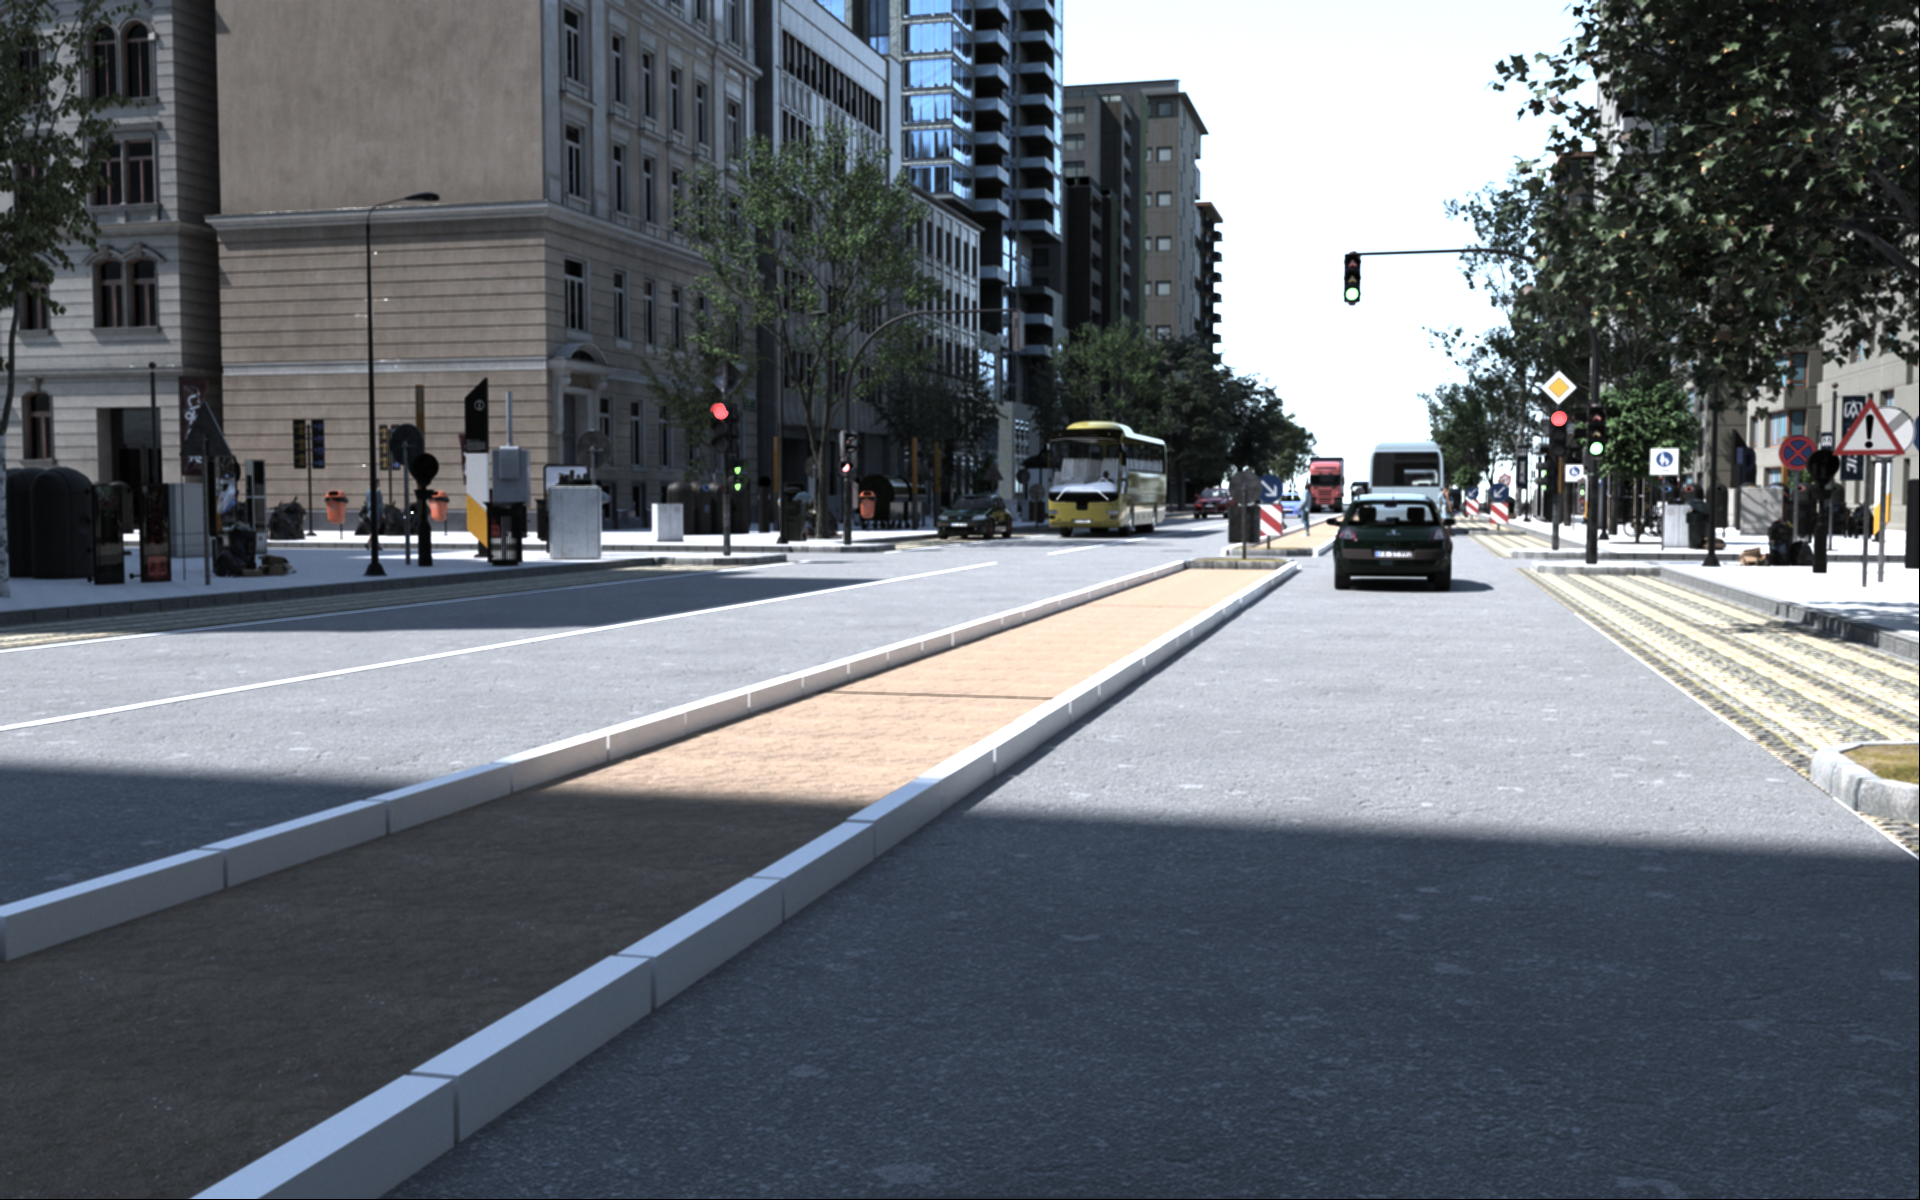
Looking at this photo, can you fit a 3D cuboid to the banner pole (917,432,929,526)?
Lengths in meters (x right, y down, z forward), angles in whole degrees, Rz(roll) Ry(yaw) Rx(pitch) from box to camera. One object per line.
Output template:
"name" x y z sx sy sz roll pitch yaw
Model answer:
"banner pole" -1.586 -4.900 70.124 0.401 3.779 0.863 -3 4 -36

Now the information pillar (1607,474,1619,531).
"information pillar" 22.522 -3.378 59.722 0.304 2.012 0.304 2 4 27

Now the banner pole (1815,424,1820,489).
"banner pole" 30.871 -4.405 62.037 0.401 3.779 0.863 -2 4 -28

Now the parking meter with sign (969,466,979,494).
"parking meter with sign" 1.271 -6.777 107.056 0.543 3.016 1.738 -2 4 -34

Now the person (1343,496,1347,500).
"person" 31.074 -8.165 141.937 1.348 1.831 0.705 0 4 4

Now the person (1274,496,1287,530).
"person" 12.573 -3.633 68.244 0.624 1.780 0.694 2 4 28

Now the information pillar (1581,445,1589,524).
"information pillar" 26.847 -5.076 74.355 0.183 3.616 0.504 -1 4 -21

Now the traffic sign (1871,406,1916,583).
"traffic sign" 13.349 -1.525 25.038 0.768 2.556 0.104 1 4 18

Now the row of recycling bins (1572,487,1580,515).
"row of recycling bins" 38.199 -6.027 105.660 3.534 1.692 1.069 1 4 11

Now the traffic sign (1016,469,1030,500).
"traffic sign" 3.165 -5.333 87.305 0.768 2.556 0.104 1 4 22

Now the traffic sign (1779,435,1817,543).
"traffic sign" 18.095 -2.285 37.472 0.768 2.556 0.104 1 4 15

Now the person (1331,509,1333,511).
"person" 31.489 -8.416 146.042 1.348 1.831 0.705 0 4 4

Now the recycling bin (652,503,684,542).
"recycling bin" -7.879 -2.086 46.663 0.722 1.027 0.722 -1 4 -22

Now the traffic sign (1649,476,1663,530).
"traffic sign" 24.847 -3.808 62.263 0.884 2.594 0.081 1 4 22

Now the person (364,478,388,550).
"person" -14.624 -2.120 43.188 0.581 1.822 0.654 3 5 42

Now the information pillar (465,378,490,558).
"information pillar" -9.721 -2.666 34.943 0.504 3.616 0.183 1 4 13

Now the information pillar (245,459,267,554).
"information pillar" -15.013 -1.985 36.943 0.304 2.012 0.304 3 5 41

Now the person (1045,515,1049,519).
"person" 3.990 -3.517 71.494 0.738 1.151 1.012 -1 4 -19

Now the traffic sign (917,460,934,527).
"traffic sign" -1.434 -4.080 66.712 0.884 2.594 0.081 1 4 20

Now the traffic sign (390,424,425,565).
"traffic sign" -10.034 -1.915 31.408 0.768 2.556 0.104 1 4 22

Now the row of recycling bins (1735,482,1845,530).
"row of recycling bins" 28.884 -3.255 60.329 3.534 1.692 1.069 3 5 40

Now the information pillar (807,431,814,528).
"information pillar" -5.539 -4.486 64.695 0.183 3.616 0.504 1 4 22

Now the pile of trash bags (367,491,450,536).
"pile of trash bags" -17.149 -2.691 53.752 3.447 1.369 1.912 2 4 30

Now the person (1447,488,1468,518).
"person" 29.793 -5.836 104.134 1.509 1.804 0.699 1 4 9

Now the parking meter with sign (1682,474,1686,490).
"parking meter with sign" 45.038 -6.796 107.382 0.543 3.016 1.738 3 4 36

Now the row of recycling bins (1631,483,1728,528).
"row of recycling bins" 27.660 -3.639 66.614 3.534 1.692 1.069 2 4 35

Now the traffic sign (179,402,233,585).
"traffic sign" -10.622 -1.491 24.384 0.884 2.594 0.081 1 4 16

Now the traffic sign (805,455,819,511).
"traffic sign" -4.776 -3.477 56.952 0.768 2.556 0.104 1 4 21

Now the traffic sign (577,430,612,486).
"traffic sign" -7.295 -2.104 34.511 0.768 2.556 0.104 1 4 17

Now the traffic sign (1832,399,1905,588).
"traffic sign" 12.417 -1.450 23.709 0.884 2.594 0.081 1 4 21

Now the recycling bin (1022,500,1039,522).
"recycling bin" 3.344 -4.148 80.376 0.722 1.027 0.722 3 4 39

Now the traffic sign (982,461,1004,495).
"traffic sign" 1.261 -4.096 66.975 0.884 2.594 0.081 1 4 16

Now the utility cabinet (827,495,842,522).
"utility cabinet" -5.712 -4.184 79.573 1.020 1.237 0.306 2 4 27

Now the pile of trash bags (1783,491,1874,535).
"pile of trash bags" 27.253 -2.772 55.080 3.447 1.369 1.912 -1 4 -14

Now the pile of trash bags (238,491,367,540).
"pile of trash bags" -18.857 -2.383 48.710 3.447 1.369 1.912 0 4 7

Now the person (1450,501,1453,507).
"person" 26.484 -4.919 93.601 0.352 1.250 0.332 1 4 17

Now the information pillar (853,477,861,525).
"information pillar" -4.317 -4.180 72.838 0.304 2.012 0.304 -1 4 -11

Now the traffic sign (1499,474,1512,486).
"traffic sign" 34.675 -6.732 110.177 0.768 2.556 0.104 1 4 22

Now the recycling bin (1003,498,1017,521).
"recycling bin" 2.308 -4.327 83.299 0.722 1.027 0.722 -1 4 -17

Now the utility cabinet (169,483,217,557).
"utility cabinet" -15.682 -1.631 35.351 0.318 1.500 1.173 1 4 20

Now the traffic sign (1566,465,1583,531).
"traffic sign" 21.315 -3.547 60.121 0.606 2.300 0.079 1 4 19

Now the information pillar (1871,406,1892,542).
"information pillar" 24.511 -3.341 45.988 0.183 3.616 0.504 -1 4 -15

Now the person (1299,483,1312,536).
"person" 11.714 -3.046 58.566 0.793 1.790 0.793 0 4 0

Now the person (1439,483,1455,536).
"person" 16.378 -3.048 58.429 0.778 1.811 0.616 0 4 -7

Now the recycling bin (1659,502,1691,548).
"recycling bin" 17.136 -1.757 41.277 0.722 1.027 0.722 1 4 23

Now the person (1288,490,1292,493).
"person" 22.460 -6.685 118.618 0.721 1.723 1.217 2 4 25

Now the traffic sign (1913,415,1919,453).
"traffic sign" 14.333 -1.546 25.386 0.768 2.556 0.104 1 4 21

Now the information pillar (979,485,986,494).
"information pillar" 1.326 -6.017 102.867 0.304 2.012 0.304 -1 4 -23

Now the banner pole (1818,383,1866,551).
"banner pole" 19.862 -2.991 38.914 0.863 3.779 0.401 1 4 19

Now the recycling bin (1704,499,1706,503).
"recycling bin" 38.516 -4.674 88.968 0.722 1.027 0.722 -1 4 -19

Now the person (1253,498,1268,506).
"person" 12.809 -3.969 73.746 0.623 1.781 0.721 -2 4 -25

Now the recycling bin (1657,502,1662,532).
"recycling bin" 23.648 -2.747 57.465 0.722 1.027 0.722 -1 4 -22

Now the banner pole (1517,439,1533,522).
"banner pole" 25.763 -5.434 78.864 0.863 3.779 0.401 1 4 14

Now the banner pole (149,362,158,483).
"banner pole" -15.406 -2.636 33.122 0.401 3.779 0.863 -2 4 -28

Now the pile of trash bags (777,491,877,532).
"pile of trash bags" -4.568 -3.031 59.316 3.447 1.369 1.912 0 4 -1

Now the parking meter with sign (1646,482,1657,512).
"parking meter with sign" 42.445 -6.816 107.699 1.738 3.016 0.543 2 4 25

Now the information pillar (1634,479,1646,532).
"information pillar" 22.872 -3.289 58.269 0.304 2.012 0.304 2 4 32

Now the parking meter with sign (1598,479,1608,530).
"parking meter with sign" 23.228 -4.074 62.867 0.543 3.016 1.738 2 4 31

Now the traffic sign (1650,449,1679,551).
"traffic sign" 15.774 -2.245 38.829 0.606 2.300 0.079 1 4 23
